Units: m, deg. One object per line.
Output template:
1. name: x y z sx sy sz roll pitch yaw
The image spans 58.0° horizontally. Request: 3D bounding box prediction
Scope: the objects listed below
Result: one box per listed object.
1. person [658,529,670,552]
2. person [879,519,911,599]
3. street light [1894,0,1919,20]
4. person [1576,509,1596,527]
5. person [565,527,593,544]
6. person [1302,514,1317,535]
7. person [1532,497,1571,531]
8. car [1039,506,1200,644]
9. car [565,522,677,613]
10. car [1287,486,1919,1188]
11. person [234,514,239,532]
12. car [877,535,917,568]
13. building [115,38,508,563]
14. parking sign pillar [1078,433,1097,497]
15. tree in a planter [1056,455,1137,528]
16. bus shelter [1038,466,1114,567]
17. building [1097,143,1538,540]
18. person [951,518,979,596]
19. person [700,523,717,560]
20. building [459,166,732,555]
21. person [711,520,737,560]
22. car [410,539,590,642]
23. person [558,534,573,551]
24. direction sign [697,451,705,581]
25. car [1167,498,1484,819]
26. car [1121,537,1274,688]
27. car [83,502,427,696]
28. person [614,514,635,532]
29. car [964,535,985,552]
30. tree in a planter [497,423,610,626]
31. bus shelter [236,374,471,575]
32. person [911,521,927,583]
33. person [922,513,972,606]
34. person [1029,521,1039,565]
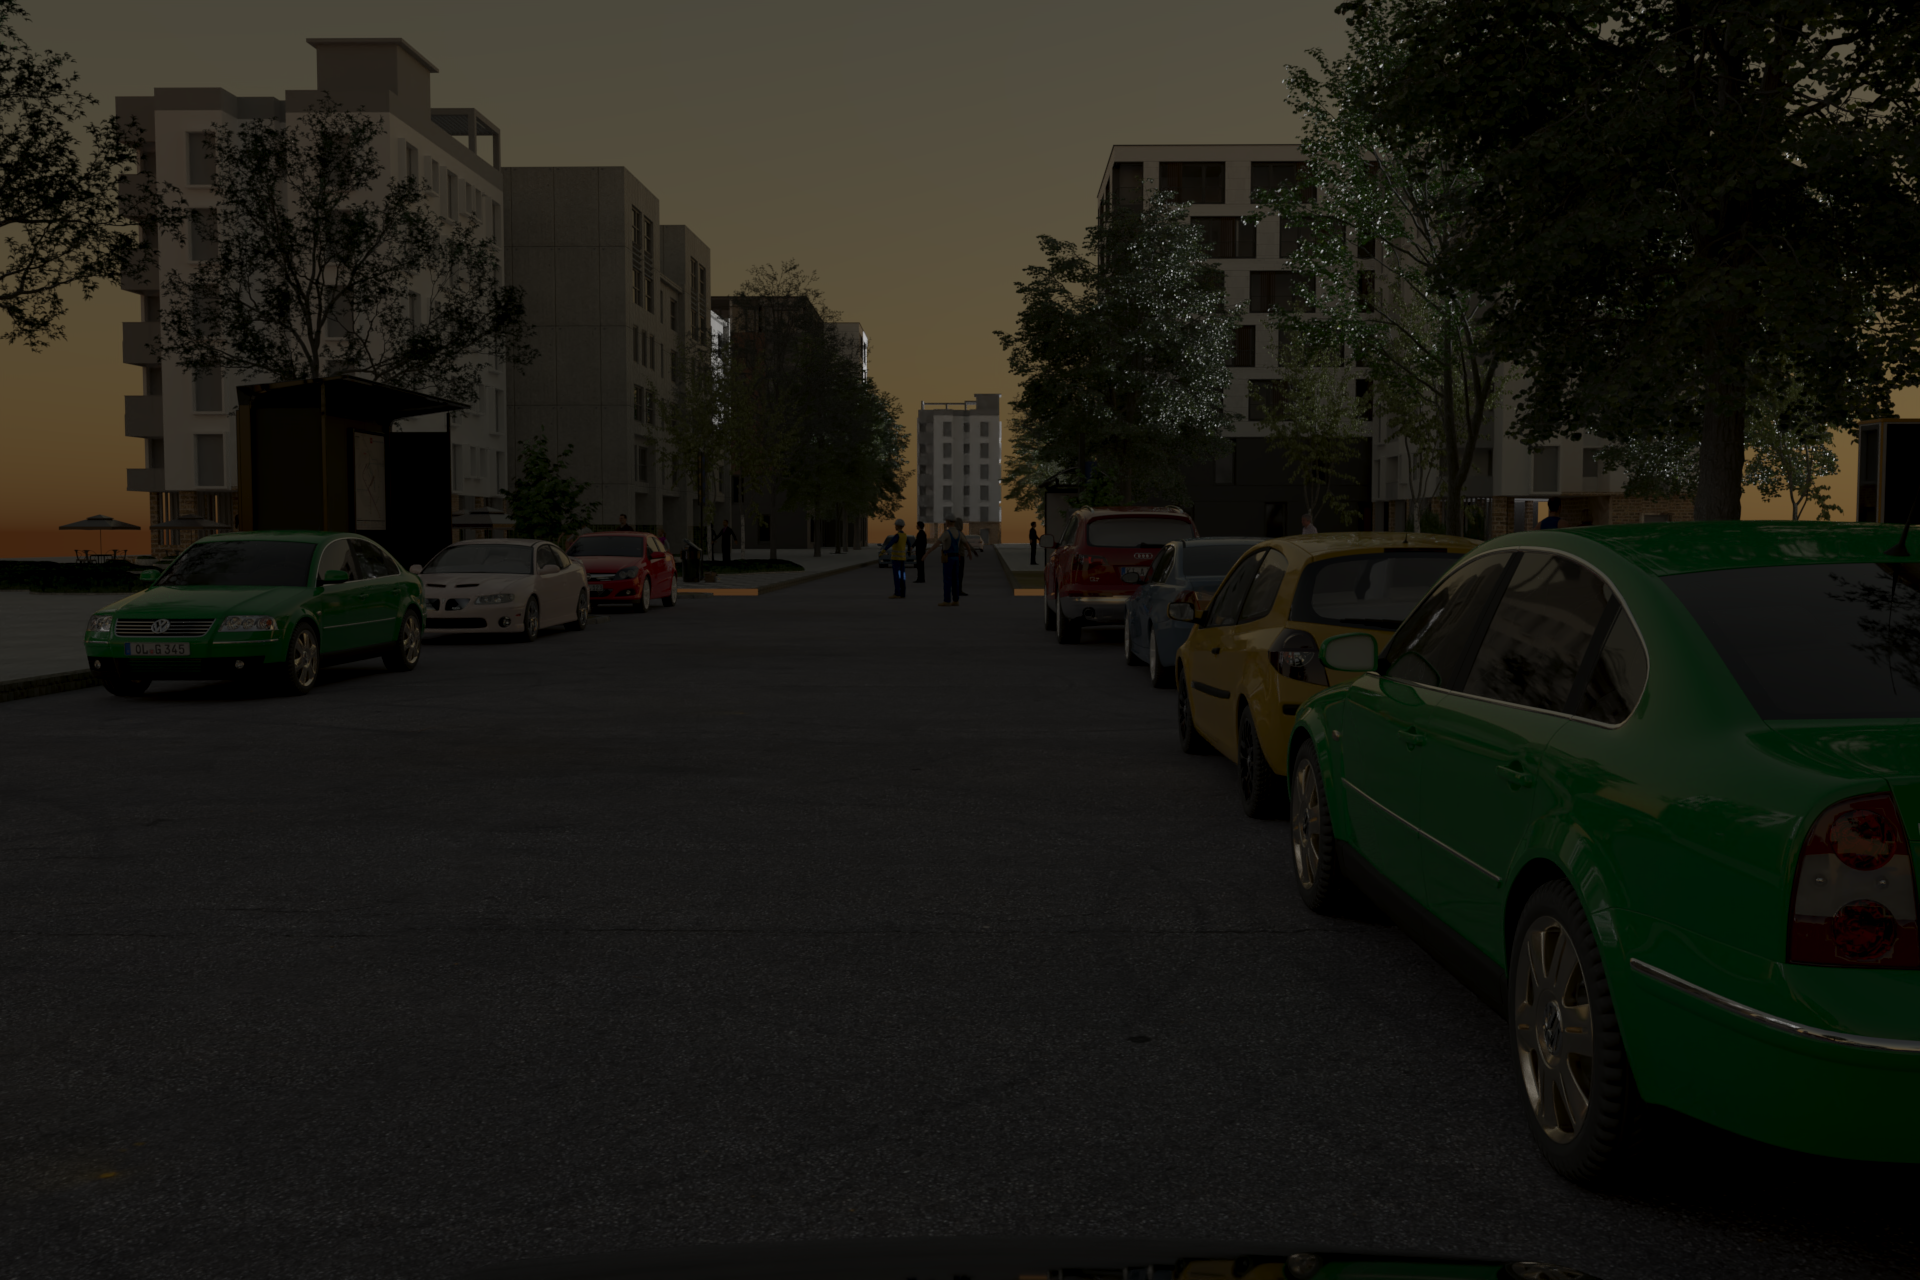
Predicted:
1. person: -8.369 -2.381 48.191 0.991 1.433 0.599 3 5 44
2. person: -1.424 -1.813 38.557 0.721 1.772 1.216 2 4 31
3. street light: 6.401 -2.325 10.797 0.468 5.910 1.993 0 4 0
4. person: 11.122 -1.473 30.885 1.215 1.729 0.721 0 4 2
5. person: -13.816 -3.509 63.558 1.347 1.806 0.705 0 4 6
6. person: 7.342 -1.822 36.777 0.436 1.711 0.756 0 4 -6
7. person: 8.436 -1.124 24.552 0.704 1.807 1.345 -2 4 -35
8. car: 2.270 -0.943 24.090 2.281 1.827 5.304 0 4 0
9. car: -6.559 -1.456 32.849 2.155 1.783 4.494 0 4 1
10. car: 2.185 0.221 5.179 1.959 1.807 4.718 0 4 0
11. person: -14.221 -1.703 34.676 0.721 1.735 1.217 -2 4 -26
12. car: -2.544 -3.836 74.718 2.014 1.417 4.499 0 4 1
13. building: -26.267 -12.918 67.621 16.016 20.090 11.380 0 4 1
14. parking sign pillar: 3.408 -3.565 46.765 1.447 3.967 1.447 0 4 2
15. tree in a planter: 3.072 -2.561 39.099 1.991 3.239 1.994 0 4 0
16. bus shelter: 3.586 -3.681 54.114 2.014 3.302 5.546 0 4 -1
17. building: 22.268 -16.105 107.292 27.936 21.610 32.646 0 4 1
18. person: -0.018 -1.937 40.262 0.705 1.813 1.348 -2 4 -32
19. person: -10.111 -3.852 69.709 0.721 1.740 1.216 2 4 23
20. building: -24.046 -14.256 99.546 16.747 18.905 31.486 0 4 2
21. person: -8.477 -3.448 62.602 1.346 1.802 0.704 3 5 39
22. car: -6.545 -0.739 24.446 2.083 1.381 4.827 0 4 1
23. person: -15.436 -3.782 68.645 0.721 1.733 1.217 3 5 44
24. direction sign: -7.138 -3.416 47.853 0.379 3.537 0.876 0 4 3
25. car: 2.286 0.005 10.147 2.015 1.641 3.980 0 4 0
26. car: 2.663 -0.329 17.380 2.014 1.417 4.499 0 4 0
27. car: -6.639 -0.486 16.748 1.959 1.807 4.718 0 4 1
28. person: -8.895 -2.419 45.681 1.346 1.812 0.704 2 4 30
29. car: 0.970 -7.745 138.992 2.083 1.381 4.827 0 4 1
30. tree in a planter: -6.753 -1.877 27.913 1.991 3.239 1.994 0 4 2
31. bus shelter: -9.818 -2.283 28.618 1.731 3.624 6.357 0 4 1
32. person: -1.191 -2.588 50.960 0.705 1.806 1.347 1 4 17
33. person: -0.204 -1.597 34.419 1.347 1.847 0.705 -3 5 -44
34. person: 3.096 -4.040 72.241 0.705 1.806 1.347 1 4 20
